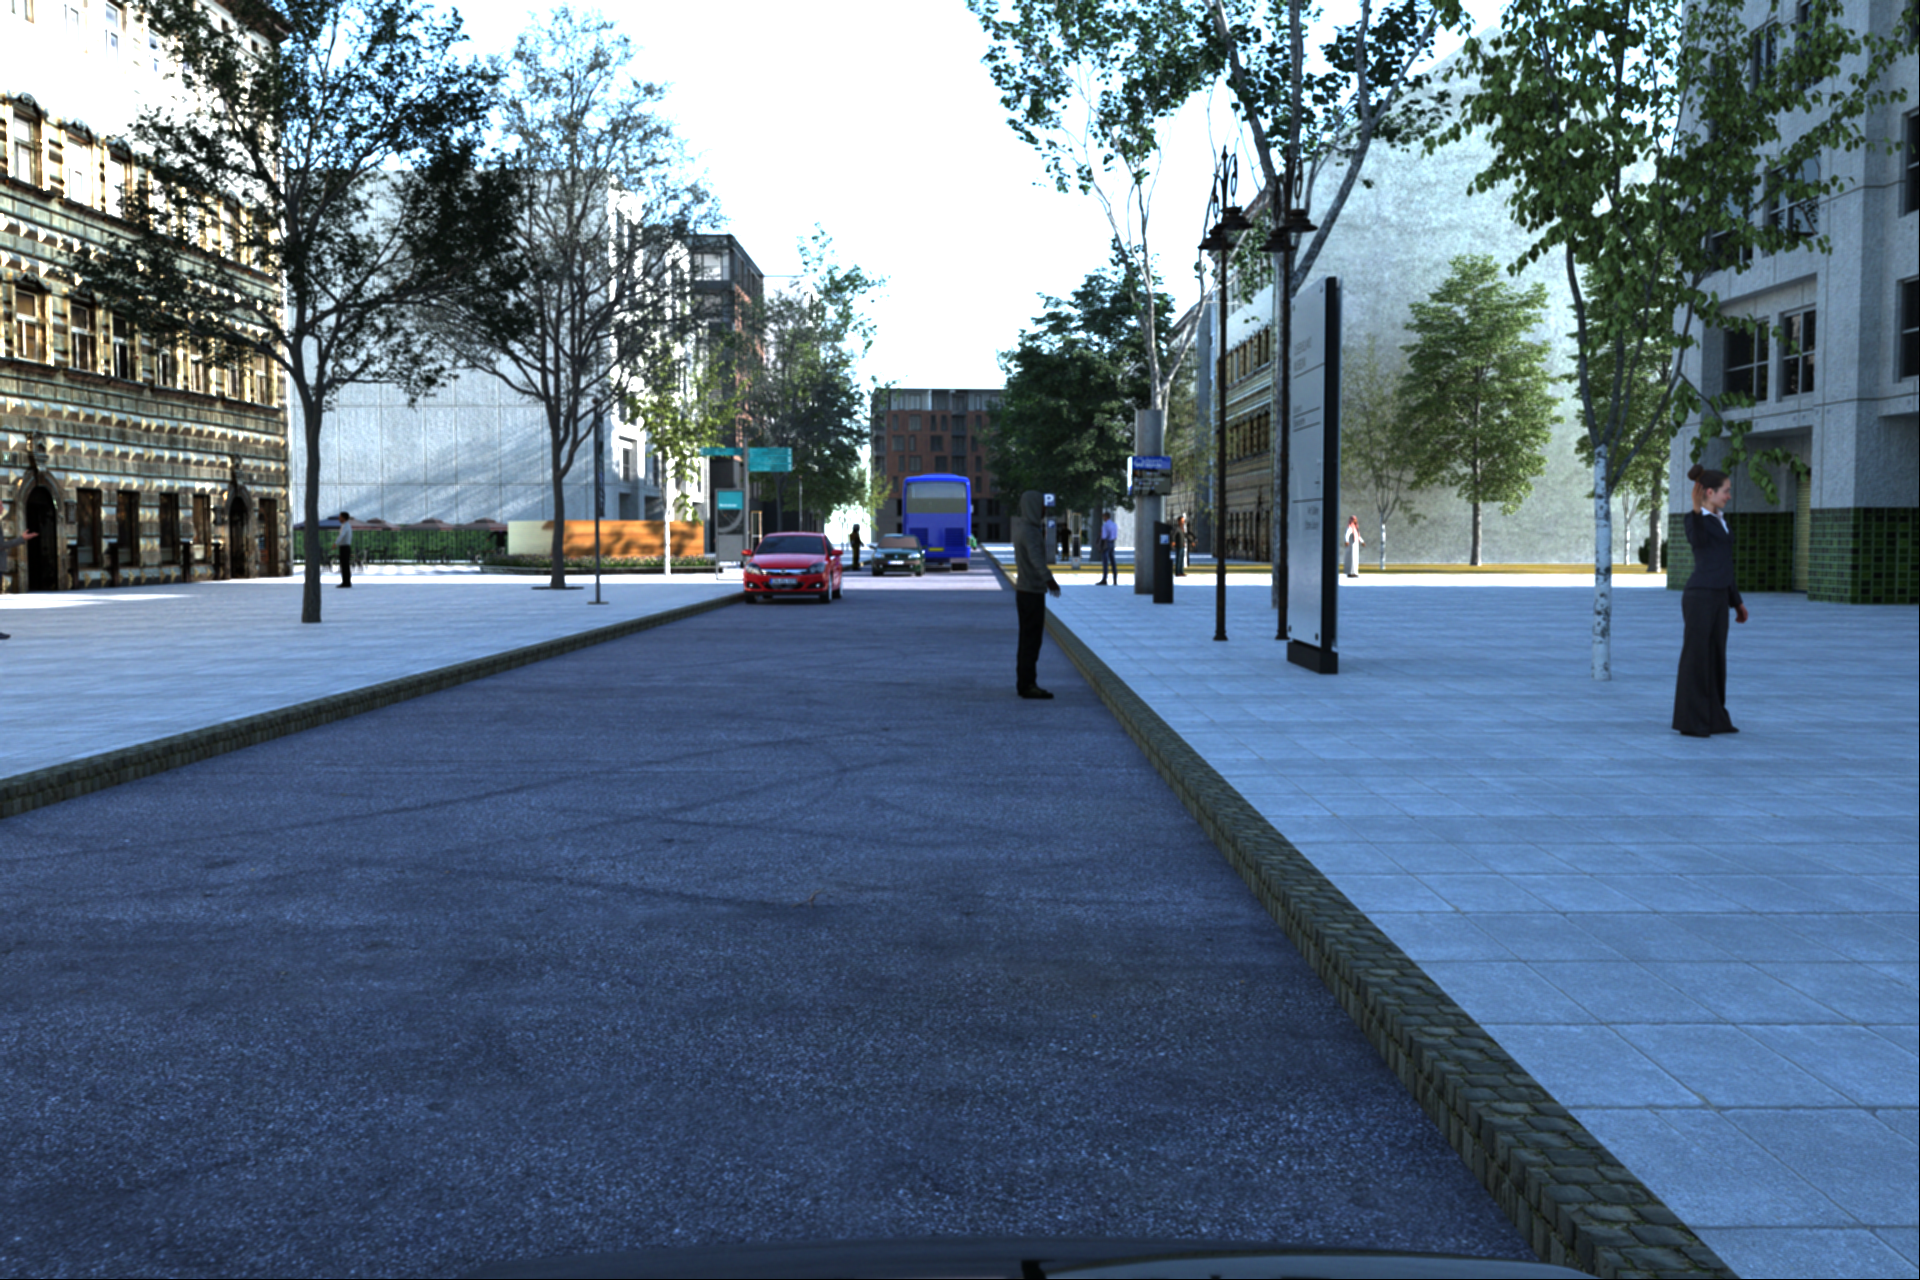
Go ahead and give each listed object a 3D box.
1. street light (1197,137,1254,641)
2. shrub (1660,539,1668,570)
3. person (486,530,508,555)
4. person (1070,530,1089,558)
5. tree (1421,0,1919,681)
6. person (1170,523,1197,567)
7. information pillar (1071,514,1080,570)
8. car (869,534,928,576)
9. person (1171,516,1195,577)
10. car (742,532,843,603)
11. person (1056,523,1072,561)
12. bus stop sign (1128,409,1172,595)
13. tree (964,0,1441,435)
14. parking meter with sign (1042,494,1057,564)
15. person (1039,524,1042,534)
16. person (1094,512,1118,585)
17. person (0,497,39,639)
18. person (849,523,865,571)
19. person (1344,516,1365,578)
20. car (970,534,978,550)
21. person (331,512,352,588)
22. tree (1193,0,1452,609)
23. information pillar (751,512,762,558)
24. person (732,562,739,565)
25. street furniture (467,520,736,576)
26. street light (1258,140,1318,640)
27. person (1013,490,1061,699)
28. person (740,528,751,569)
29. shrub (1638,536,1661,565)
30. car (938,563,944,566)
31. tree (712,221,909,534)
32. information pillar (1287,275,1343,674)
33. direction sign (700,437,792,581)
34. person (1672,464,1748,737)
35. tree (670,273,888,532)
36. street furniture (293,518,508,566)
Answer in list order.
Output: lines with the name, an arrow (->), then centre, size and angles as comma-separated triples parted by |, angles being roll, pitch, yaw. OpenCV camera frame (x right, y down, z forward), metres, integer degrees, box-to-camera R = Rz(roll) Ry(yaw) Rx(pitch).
street light -> 3.146, -2.932, 20.733 | 0.468, 5.910, 1.993 | 0, 4, 0
shrub -> 25.424, -3.112, 61.999 | 1.383, 1.207, 1.383 | 0, 3, 0
person -> -21.722, -4.629, 81.911 | 1.346, 1.802, 0.704 | -2, 4, -24
person -> 6.296, -5.258, 91.940 | 1.349, 1.833, 0.705 | -3, 5, -40
tree -> 5.665, -3.937, 14.736 | 4.737, 8.622, 4.395 | 0, 3, 0
person -> 8.754, -3.734, 67.766 | 1.216, 1.740, 0.721 | -1, 4, -20
information pillar -> 4.173, -3.538, 62.341 | 0.304, 2.012, 0.304 | 0, 4, 0
car -> -2.111, -3.064, 59.883 | 2.009, 1.686, 4.222 | 0, 4, 1
person -> 6.644, -2.813, 52.058 | 0.705, 1.821, 1.348 | 2, 4, 35
car -> -3.537, -1.717, 37.107 | 2.155, 1.783, 4.494 | 0, 4, 1
person -> 5.017, -4.695, 82.898 | 1.346, 1.812, 0.704 | -2, 4, -35
bus stop sign -> 4.034, -2.929, 36.907 | 0.837, 3.901, 0.837 | 0, 3, 0
tree -> 6.871, -11.868, 49.936 | 12.611, 20.169, 13.585 | 0, 3, 0
parking meter with sign -> 3.844, -4.742, 73.792 | 0.543, 3.016, 1.738 | 0, 4, -1
person -> 3.794, -4.771, 84.131 | 0.704, 1.817, 1.347 | -1, 4, -9
person -> 3.649, -2.310, 43.681 | 0.709, 1.838, 0.599 | -3, 5, -44
person -> -11.691, -0.899, 21.268 | 0.750, 1.759, 0.617 | -1, 4, -21
person -> -4.051, -3.649, 67.887 | 0.705, 1.858, 1.354 | 1, 4, 15
person -> 11.612, -2.754, 51.173 | 0.704, 1.811, 1.347 | 2, 4, 35
car -> 0.535, -8.810, 155.847 | 2.131, 1.459, 4.920 | 0, 4, -1
person -> -14.797, -2.167, 41.586 | 0.704, 1.810, 1.344 | 0, 4, -5
tree -> 6.882, -10.558, 28.509 | 12.611, 20.169, 13.585 | 0, 3, 0
information pillar -> -6.639, -3.181, 56.502 | 0.304, 2.012, 0.304 | 0, 4, 1
person -> -9.319, -3.824, 71.797 | 0.991, 1.433, 0.599 | -1, 4, -20
street furniture -> -12.619, -3.049, 56.713 | 9.812, 1.723, 11.010 | -2, 4, -34
street light -> 3.922, -2.942, 20.885 | 0.468, 5.910, 1.993 | 0, 4, 1
person -> 0.653, -0.404, 15.196 | 0.705, 1.813, 1.348 | 0, 4, -7
person -> -7.982, -3.575, 64.387 | 1.347, 1.837, 0.705 | -3, 4, -39
shrub -> 28.211, -3.655, 70.868 | 1.383, 1.207, 1.383 | 0, 3, 0
car -> -1.628, -4.117, 79.103 | 2.131, 1.459, 4.920 | 0, 3, 0
tree -> -9.473, -15.409, 107.820 | 12.611, 20.169, 13.585 | 0, 3, 0
information pillar -> 3.385, -1.545, 16.584 | 0.184, 3.620, 1.656 | 0, 4, 0
direction sign -> -5.887, -3.640, 48.273 | 2.525, 3.948, 1.411 | 0, 4, 0
person -> 4.743, -0.247, 10.885 | 0.445, 1.727, 0.742 | 1, 4, 18
tree -> -8.520, -10.491, 81.895 | 12.009, 13.543, 11.850 | 0, 3, 0
street furniture -> -32.991, -4.003, 70.475 | 27.439, 1.986, 14.083 | 1, 4, 14
